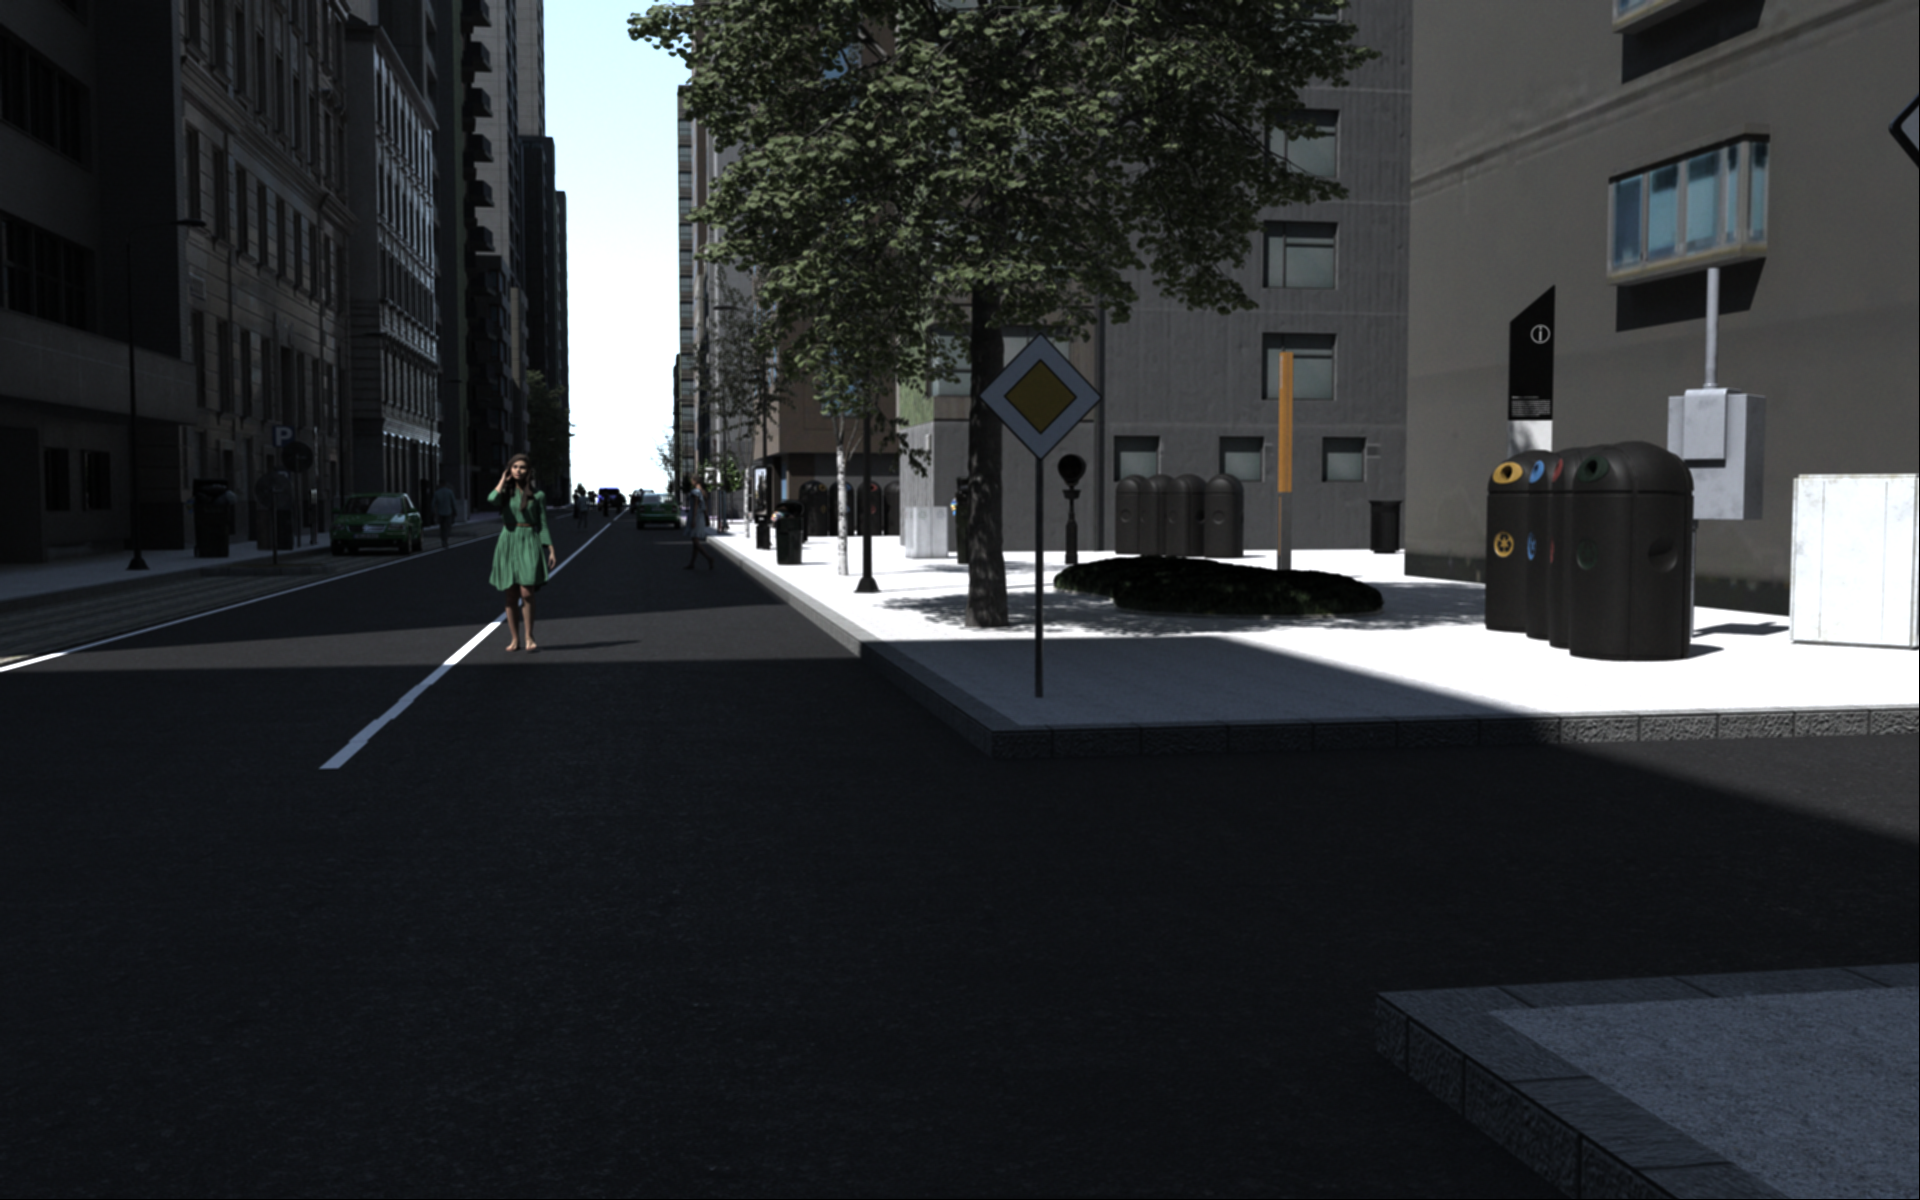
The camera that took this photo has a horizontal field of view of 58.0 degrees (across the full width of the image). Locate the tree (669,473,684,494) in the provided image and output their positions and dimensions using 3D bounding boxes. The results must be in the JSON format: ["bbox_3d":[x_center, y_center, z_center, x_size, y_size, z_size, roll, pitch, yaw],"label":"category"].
[{"bbox_3d":[-21.742,-8.732,137.377,1.663,3.219,1.824,0,3,0],"label":"tree"}]

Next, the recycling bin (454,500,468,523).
[{"bbox_3d":[-22.437,-3.968,77.437,0.722,1.027,0.722,-1,4,-9],"label":"recycling bin"}]

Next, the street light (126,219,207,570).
[{"bbox_3d":[-13.423,-3.472,29.312,1.470,5.913,1.316,-1,4,-10],"label":"street light"}]

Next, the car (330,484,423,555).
[{"bbox_3d":[-14.027,-2.015,41.742,1.959,1.807,4.718,-1,4,-12],"label":"car"}]

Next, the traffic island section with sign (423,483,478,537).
[{"bbox_3d":[-17.170,-3.008,57.803,1.989,1.847,2.006,-1,4,-10],"label":"traffic island section with sign"}]

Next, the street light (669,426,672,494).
[{"bbox_3d":[-15.685,-7.716,98.703,1.470,5.913,1.316,-1,4,-10],"label":"street light"}]

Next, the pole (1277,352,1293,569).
[{"bbox_3d":[4.688,-1.904,24.975,0.158,3.312,0.155,0,3,0],"label":"pole"}]

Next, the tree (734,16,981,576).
[{"bbox_3d":[-1.658,-4.678,26.852,4.360,8.622,3.978,0,3,0],"label":"tree"}]

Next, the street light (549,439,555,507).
[{"bbox_3d":[-34.757,-10.598,145.814,1.470,5.913,1.316,-1,4,-10],"label":"street light"}]

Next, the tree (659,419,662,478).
[{"bbox_3d":[-6.223,-6.127,50.540,4.360,8.622,3.978,0,3,0],"label":"tree"}]

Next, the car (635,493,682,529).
[{"bbox_3d":[-12.574,-3.883,72.279,1.959,1.807,4.718,-1,4,-9],"label":"car"}]

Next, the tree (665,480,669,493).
[{"bbox_3d":[-31.987,-12.055,191.705,1.663,3.219,1.824,0,3,0],"label":"tree"}]

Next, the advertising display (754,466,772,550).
[{"bbox_3d":[-4.558,-2.131,40.057,0.123,1.923,0.974,-2,4,-24],"label":"advertising display"}]

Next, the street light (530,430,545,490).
[{"bbox_3d":[-30.975,-9.351,125.437,1.470,5.913,1.316,-1,4,-10],"label":"street light"}]

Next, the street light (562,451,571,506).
[{"bbox_3d":[-38.356,-11.831,165.976,1.470,5.913,1.316,-1,4,-10],"label":"street light"}]

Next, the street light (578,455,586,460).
[{"bbox_3d":[-45.854,-14.337,206.952,1.470,5.913,1.316,-1,4,-10],"label":"street light"}]

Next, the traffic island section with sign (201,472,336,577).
[{"bbox_3d":[-12.284,-1.364,30.924,1.989,1.847,2.006,-1,4,-10],"label":"traffic island section with sign"}]

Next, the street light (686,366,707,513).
[{"bbox_3d":[-9.125,-5.541,63.131,1.470,5.913,1.316,-1,4,-10],"label":"street light"}]

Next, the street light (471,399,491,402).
[{"bbox_3d":[-23.610,-6.857,84.646,1.470,5.913,1.316,-1,4,-10],"label":"street light"}]

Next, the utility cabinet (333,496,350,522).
[{"bbox_3d":[-18.696,-2.569,53.172,1.020,1.237,0.306,0,4,1],"label":"utility cabinet"}]

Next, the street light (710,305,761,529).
[{"bbox_3d":[-5.365,-4.294,42.750,1.470,5.913,1.316,-1,4,-10],"label":"street light"}]

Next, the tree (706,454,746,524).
[{"bbox_3d":[-9.991,-4.899,74.704,1.663,3.219,1.824,0,3,0],"label":"tree"}]

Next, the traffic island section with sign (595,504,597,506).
[{"bbox_3d":[-45.823,-12.617,214.908,1.989,1.847,2.006,-1,4,-10],"label":"traffic island section with sign"}]

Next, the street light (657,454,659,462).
[{"bbox_3d":[-30.586,-12.713,180.397,1.470,5.913,1.316,-1,4,-10],"label":"street light"}]

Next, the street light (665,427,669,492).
[{"bbox_3d":[-19.328,-8.964,119.105,1.470,5.913,1.316,-1,4,-10],"label":"street light"}]

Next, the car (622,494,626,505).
[{"bbox_3d":[-45.959,-13.754,233.676,1.959,1.807,4.718,-1,4,-12],"label":"car"}]

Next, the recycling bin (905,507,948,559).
[{"bbox_3d":[-0.666,-1.348,34.597,0.722,1.027,0.722,-1,4,-17],"label":"recycling bin"}]

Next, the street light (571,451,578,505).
[{"bbox_3d":[-42.165,-13.084,186.457,1.470,5.913,1.316,-1,4,-10],"label":"street light"}]

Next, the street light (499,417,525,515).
[{"bbox_3d":[-27.302,-8.104,105.040,1.470,5.913,1.316,-1,4,-10],"label":"street light"}]

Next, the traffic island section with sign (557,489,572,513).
[{"bbox_3d":[-31.128,-7.687,134.312,1.989,1.847,2.006,-1,4,-10],"label":"traffic island section with sign"}]

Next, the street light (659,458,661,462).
[{"bbox_3d":[-26.765,-11.458,159.883,1.470,5.913,1.316,-1,4,-10],"label":"street light"}]

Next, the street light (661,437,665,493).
[{"bbox_3d":[-23.108,-10.211,139.483,1.470,5.913,1.316,-1,4,-10],"label":"street light"}]

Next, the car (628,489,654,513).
[{"bbox_3d":[-23.772,-7.434,130.220,2.281,1.827,5.304,-1,4,-10],"label":"car"}]

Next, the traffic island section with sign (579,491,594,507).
[{"bbox_3d":[-40.946,-10.978,188.116,1.989,1.847,2.006,-1,4,-10],"label":"traffic island section with sign"}]

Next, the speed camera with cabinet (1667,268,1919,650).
[{"bbox_3d":[7.241,-1.261,14.958,2.038,3.252,0.660,3,5,41],"label":"speed camera with cabinet"}]

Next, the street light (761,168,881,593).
[{"bbox_3d":[-1.742,-3.046,22.344,1.470,5.913,1.316,-1,4,-10],"label":"street light"}]

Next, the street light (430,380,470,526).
[{"bbox_3d":[-20.873,-5.978,70.277,1.470,5.913,1.316,-1,4,-10],"label":"street light"}]

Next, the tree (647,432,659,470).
[{"bbox_3d":[-27.823,-13.265,167.245,4.360,8.622,3.978,0,3,0],"label":"tree"}]

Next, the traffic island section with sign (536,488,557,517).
[{"bbox_3d":[-26.297,-6.065,107.792,1.989,1.847,2.006,-1,4,-10],"label":"traffic island section with sign"}]

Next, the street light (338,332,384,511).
[{"bbox_3d":[-17.215,-4.722,49.742,1.470,5.913,1.316,-1,4,-10],"label":"street light"}]

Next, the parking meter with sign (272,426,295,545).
[{"bbox_3d":[-16.990,-2.887,43.471,0.543,3.016,1.738,-1,4,-18],"label":"parking meter with sign"}]

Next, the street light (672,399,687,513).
[{"bbox_3d":[-13.164,-6.862,84.736,1.470,5.913,1.316,-1,4,-10],"label":"street light"}]

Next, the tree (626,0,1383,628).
[{"bbox_3d":[0.554,-5.995,16.143,7.486,12.596,7.792,0,3,0],"label":"tree"}]

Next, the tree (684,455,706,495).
[{"bbox_3d":[-12.780,-5.623,86.534,1.663,3.219,1.824,0,3,0],"label":"tree"}]

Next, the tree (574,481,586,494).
[{"bbox_3d":[-52.704,-15.000,239.844,1.663,3.219,1.824,0,3,0],"label":"tree"}]
